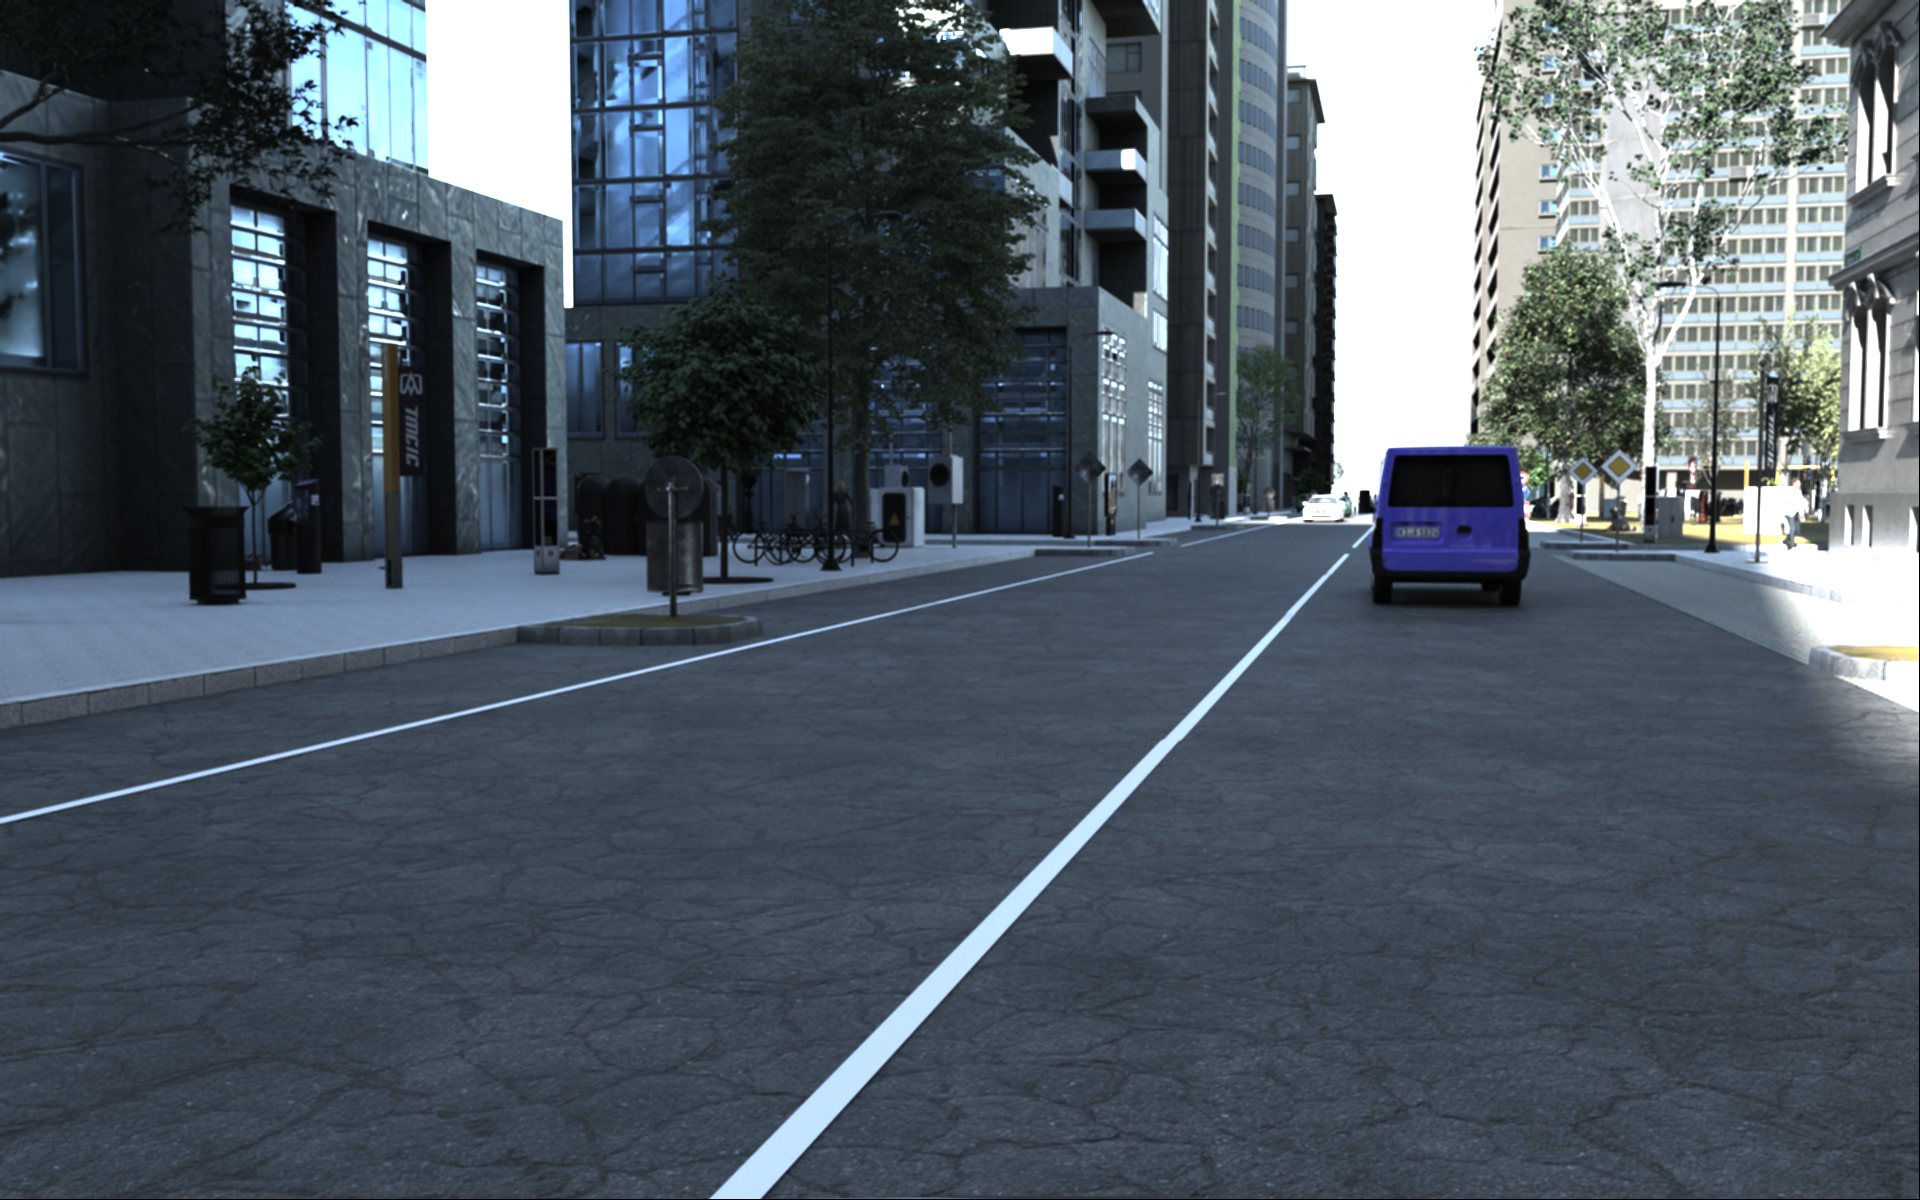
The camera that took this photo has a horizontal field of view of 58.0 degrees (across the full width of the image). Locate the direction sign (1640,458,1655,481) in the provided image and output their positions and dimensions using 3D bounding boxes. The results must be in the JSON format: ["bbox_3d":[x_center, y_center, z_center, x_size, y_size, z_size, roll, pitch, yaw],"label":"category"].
[{"bbox_3d":[41.907,-6.949,105.620,0.876,3.537,0.379,2,4,31],"label":"direction sign"}]

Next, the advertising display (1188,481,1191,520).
[{"bbox_3d":[11.496,-4.990,86.793,0.123,1.923,0.974,0,4,5],"label":"advertising display"}]

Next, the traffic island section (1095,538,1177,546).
[{"bbox_3d":[5.038,-1.636,49.037,2.009,0.180,2.903,1,4,14],"label":"traffic island section"}]

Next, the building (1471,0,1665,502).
[{"bbox_3d":[64.027,-33.853,177.206,21.300,48.544,21.600,1,4,14],"label":"building"}]

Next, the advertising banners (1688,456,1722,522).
[{"bbox_3d":[34.175,-5.096,79.509,0.090,3.025,2.074,-1,4,-21],"label":"advertising banners"}]

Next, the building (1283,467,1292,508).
[{"bbox_3d":[20.502,-44.198,160.896,20.563,71.187,20.611,1,4,14],"label":"building"}]

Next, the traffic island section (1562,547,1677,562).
[{"bbox_3d":[14.573,-0.983,38.354,2.009,0.180,2.903,1,4,14],"label":"traffic island section"}]

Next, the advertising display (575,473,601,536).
[{"bbox_3d":[-11.440,-2.943,53.330,0.123,1.923,0.974,3,4,37],"label":"advertising display"}]

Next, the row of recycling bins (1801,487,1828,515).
[{"bbox_3d":[52.406,-5.943,104.288,3.534,1.692,1.069,2,4,28],"label":"row of recycling bins"}]

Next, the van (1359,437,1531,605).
[{"bbox_3d":[6.704,-1.208,24.133,2.240,2.365,5.245,1,4,13],"label":"van"}]

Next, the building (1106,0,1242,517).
[{"bbox_3d":[8.319,-25.413,99.102,14.154,41.232,14.086,1,4,14],"label":"building"}]

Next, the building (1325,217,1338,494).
[{"bbox_3d":[50.776,-37.775,267.739,14.600,45.320,14.200,1,4,14],"label":"building"}]

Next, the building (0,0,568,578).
[{"bbox_3d":[-27.081,-43.966,31.513,31.000,86.520,22.319,1,4,14],"label":"building"}]

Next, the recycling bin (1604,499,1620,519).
[{"bbox_3d":[33.403,-4.665,88.831,0.722,1.027,0.722,2,4,29],"label":"recycling bin"}]

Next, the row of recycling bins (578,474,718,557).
[{"bbox_3d":[-6.602,-1.792,36.404,3.534,1.692,1.069,2,4,29],"label":"row of recycling bins"}]

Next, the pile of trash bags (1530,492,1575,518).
[{"bbox_3d":[32.487,-5.161,94.136,1.912,1.369,3.447,3,5,43],"label":"pile of trash bags"}]

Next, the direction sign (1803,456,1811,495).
[{"bbox_3d":[49.856,-6.729,102.017,0.876,3.537,0.379,-3,5,-39],"label":"direction sign"}]

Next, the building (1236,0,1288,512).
[{"bbox_3d":[14.386,-36.434,137.694,21.231,58.520,28.212,1,4,14],"label":"building"}]

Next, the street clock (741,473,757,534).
[{"bbox_3d":[-6.716,-3.094,55.158,0.471,2.002,0.358,1,4,19],"label":"street clock"}]

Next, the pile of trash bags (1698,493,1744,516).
[{"bbox_3d":[43.931,-5.530,100.175,3.447,1.369,1.912,-2,4,-29],"label":"pile of trash bags"}]

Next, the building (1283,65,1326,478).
[{"bbox_3d":[31.115,-38.609,220.494,28.713,52.752,27.495,1,4,14],"label":"building"}]

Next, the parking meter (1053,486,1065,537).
[{"bbox_3d":[2.963,-2.655,51.820,0.372,1.533,0.369,0,3,0],"label":"parking meter"}]

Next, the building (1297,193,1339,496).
[{"bbox_3d":[42.332,-36.275,247.727,22.147,44.769,28.867,1,4,14],"label":"building"}]

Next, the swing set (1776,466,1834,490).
[{"bbox_3d":[47.467,-6.114,97.588,3.119,2.851,2.862,2,4,32],"label":"swing set"}]

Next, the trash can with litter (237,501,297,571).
[{"bbox_3d":[-11.589,-1.082,29.080,1.055,1.170,0.624,-1,4,-18],"label":"trash can with litter"}]

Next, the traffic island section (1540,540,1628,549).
[{"bbox_3d":[16.557,-1.456,46.090,2.009,0.180,2.903,1,4,14],"label":"traffic island section"}]

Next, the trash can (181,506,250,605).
[{"bbox_3d":[-8.660,-0.522,20.184,0.748,1.137,0.748,0,3,0],"label":"trash can"}]

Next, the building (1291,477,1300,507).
[{"bbox_3d":[19.852,-30.159,184.985,32.217,40.220,23.993,1,4,14],"label":"building"}]

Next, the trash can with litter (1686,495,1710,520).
[{"bbox_3d":[40.912,-5.283,97.433,2.233,1.210,1.678,-2,4,-31],"label":"trash can with litter"}]

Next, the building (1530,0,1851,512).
[{"bbox_3d":[58.549,-26.867,131.158,32.217,40.220,23.993,1,4,14],"label":"building"}]

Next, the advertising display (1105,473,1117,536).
[{"bbox_3d":[4.642,-2.944,53.353,0.123,1.923,0.974,1,4,20],"label":"advertising display"}]

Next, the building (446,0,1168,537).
[{"bbox_3d":[-2.688,-46.262,69.063,22.319,86.520,31.000,1,4,14],"label":"building"}]

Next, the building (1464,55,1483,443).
[{"bbox_3d":[78.782,-42.187,231.762,21.231,58.520,28.212,1,4,14],"label":"building"}]

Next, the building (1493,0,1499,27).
[{"bbox_3d":[72.417,-47.070,207.850,20.563,71.187,20.611,1,4,14],"label":"building"}]

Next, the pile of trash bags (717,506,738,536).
[{"bbox_3d":[-8.497,-2.672,53.447,3.447,1.369,1.912,2,4,34],"label":"pile of trash bags"}]

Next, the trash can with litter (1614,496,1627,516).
[{"bbox_3d":[40.192,-5.795,106.138,1.055,1.170,0.624,-2,4,-30],"label":"trash can with litter"}]

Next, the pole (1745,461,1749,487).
[{"bbox_3d":[48.130,-6.860,106.006,0.158,3.312,0.155,0,3,0],"label":"pole"}]

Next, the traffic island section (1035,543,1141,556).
[{"bbox_3d":[3.054,-1.163,41.302,2.009,0.180,2.903,1,4,14],"label":"traffic island section"}]

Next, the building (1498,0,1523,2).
[{"bbox_3d":[58.907,-32.520,155.411,21.300,48.544,21.600,1,4,14],"label":"building"}]

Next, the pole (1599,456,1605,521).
[{"bbox_3d":[30.493,-5.408,82.269,0.158,3.312,0.155,0,3,0],"label":"pole"}]

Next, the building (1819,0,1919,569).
[{"bbox_3d":[21.343,-14.404,22.896,14.401,28.519,23.554,1,4,14],"label":"building"}]
